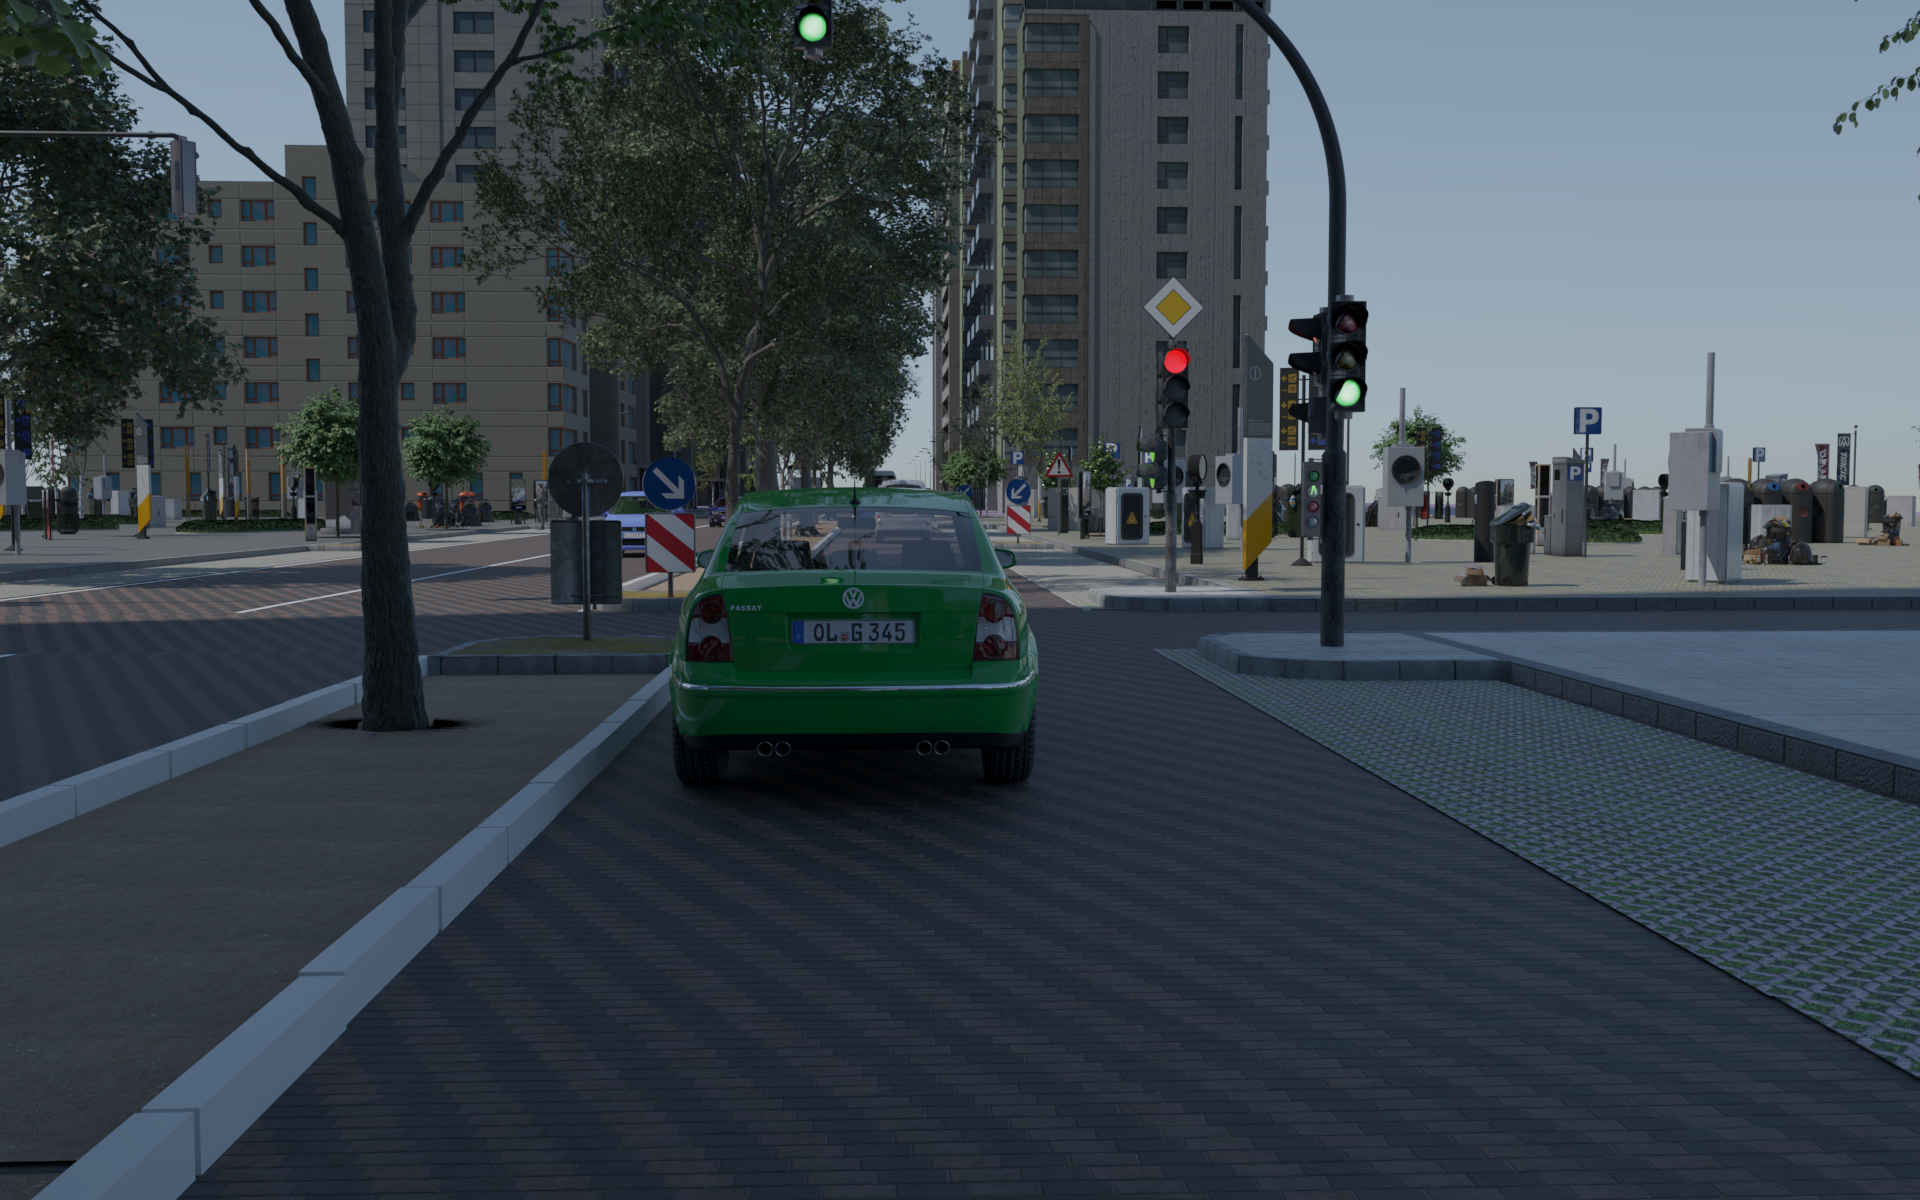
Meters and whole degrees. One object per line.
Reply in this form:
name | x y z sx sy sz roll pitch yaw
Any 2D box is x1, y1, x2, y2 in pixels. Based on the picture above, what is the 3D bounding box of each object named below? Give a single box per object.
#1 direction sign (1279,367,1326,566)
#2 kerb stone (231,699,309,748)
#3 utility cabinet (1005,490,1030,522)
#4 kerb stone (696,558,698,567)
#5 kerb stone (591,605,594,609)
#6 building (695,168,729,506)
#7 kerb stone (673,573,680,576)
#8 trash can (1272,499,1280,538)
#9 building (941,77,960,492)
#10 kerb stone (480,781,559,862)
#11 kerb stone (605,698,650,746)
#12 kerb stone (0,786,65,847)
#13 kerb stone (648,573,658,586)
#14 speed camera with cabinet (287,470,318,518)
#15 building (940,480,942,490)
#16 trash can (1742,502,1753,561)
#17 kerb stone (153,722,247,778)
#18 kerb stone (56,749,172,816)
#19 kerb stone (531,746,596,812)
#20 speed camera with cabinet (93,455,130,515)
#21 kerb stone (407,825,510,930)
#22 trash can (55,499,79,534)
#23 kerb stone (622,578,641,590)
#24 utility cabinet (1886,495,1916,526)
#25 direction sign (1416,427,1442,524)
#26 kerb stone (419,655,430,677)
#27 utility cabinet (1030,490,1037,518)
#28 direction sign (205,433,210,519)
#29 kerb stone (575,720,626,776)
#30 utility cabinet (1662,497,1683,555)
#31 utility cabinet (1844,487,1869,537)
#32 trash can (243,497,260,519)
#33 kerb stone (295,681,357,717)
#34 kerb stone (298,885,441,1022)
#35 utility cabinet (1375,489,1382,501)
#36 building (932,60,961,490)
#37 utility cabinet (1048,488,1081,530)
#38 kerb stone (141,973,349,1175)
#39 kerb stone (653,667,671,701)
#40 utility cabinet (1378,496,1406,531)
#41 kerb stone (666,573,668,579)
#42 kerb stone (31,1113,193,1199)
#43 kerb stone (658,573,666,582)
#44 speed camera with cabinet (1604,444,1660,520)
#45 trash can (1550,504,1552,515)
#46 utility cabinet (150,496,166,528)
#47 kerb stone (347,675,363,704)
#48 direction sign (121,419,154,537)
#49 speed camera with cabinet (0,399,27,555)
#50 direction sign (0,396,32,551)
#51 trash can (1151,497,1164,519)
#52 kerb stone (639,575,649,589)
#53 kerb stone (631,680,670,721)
direction sign | 6.126 -2.382 30.939 0.876 3.537 0.379 2 4 27
kerb stone | -4.073 0.734 10.195 0.120 0.150 1.000 0 4 -3
utility cabinet | 2.534 -4.282 78.695 0.318 1.500 1.173 -3 5 -39
kerb stone | -5.286 -0.798 35.315 0.120 0.150 1.000 0 4 -3
kerb stone | -4.652 0.011 22.011 0.120 0.150 1.000 0 4 -3
building | -37.346 -33.104 195.867 22.147 44.769 28.867 0 4 -3
kerb stone | -5.038 -0.489 30.194 0.120 0.150 1.000 0 4 -3
trash can | 8.986 -2.386 50.667 0.748 1.137 0.748 0 3 0
building | 8.971 -34.892 194.183 21.300 48.544 21.600 0 4 -3
kerb stone | -1.831 0.921 7.200 0.120 0.150 1.000 0 4 -3
kerb stone | -1.979 0.731 10.277 0.120 0.150 1.000 0 4 -3
kerb stone | -3.930 0.922 7.119 0.120 0.150 1.000 0 4 -3
kerb stone | -4.886 -0.301 27.121 0.120 0.150 1.000 0 4 -3
speed camera with cabinet | -33.980 -5.817 89.449 0.660 3.252 2.038 1 4 9
building | 13.773 -32.153 217.588 32.217 40.220 23.993 0 4 -3
trash can | 14.791 -1.318 33.211 0.748 1.137 0.748 0 3 0
kerb stone | -4.027 0.797 9.161 0.120 0.150 1.000 0 4 -3
kerb stone | -3.982 0.860 8.140 0.120 0.150 1.000 0 4 -3
kerb stone | -1.883 0.855 8.222 0.120 0.150 1.000 0 4 -3
speed camera with cabinet | -43.570 -5.798 89.137 0.660 3.252 2.038 1 4 20
kerb stone | -1.783 0.983 6.178 0.120 0.150 1.000 0 4 -3
trash can | -28.458 -2.664 55.214 0.748 1.137 0.748 0 3 0
kerb stone | -4.790 -0.176 25.080 0.120 0.150 1.000 0 4 -3
utility cabinet | 37.592 -3.548 69.173 0.306 1.237 1.020 -2 4 -35
direction sign | 15.949 -4.098 58.993 0.876 3.537 0.379 0 4 -7
kerb stone | -4.230 0.546 13.270 0.120 0.150 1.000 0 4 -3
utility cabinet | 3.528 -5.100 92.061 1.173 1.500 0.318 3 4 37
direction sign | -28.254 -4.471 65.100 0.379 3.537 0.876 -2 4 -32
kerb stone | -1.928 0.795 9.247 0.120 0.150 1.000 0 4 -3
utility cabinet | 15.262 -1.583 37.045 0.306 1.237 1.020 2 4 29
utility cabinet | 26.123 -2.596 51.121 1.173 1.500 0.318 3 5 43
trash can | -32.739 -4.186 80.094 0.748 1.137 0.748 0 3 0
kerb stone | -4.136 0.674 11.219 0.120 0.150 1.000 0 4 -3
kerb stone | -1.740 1.042 5.154 0.120 0.150 1.000 0 4 -3
utility cabinet | 18.140 -3.939 73.085 1.173 1.500 0.318 3 5 39
building | 6.604 -42.861 242.770 21.231 58.520 28.212 0 4 -3
utility cabinet | 3.663 -3.177 60.624 1.173 1.500 0.318 2 4 31
kerb stone | -1.679 1.111 4.134 0.120 0.150 1.000 0 4 -3
kerb stone | -2.084 0.604 12.343 0.120 0.150 1.000 0 4 -3
utility cabinet | 15.153 -3.021 60.555 1.020 1.237 0.306 1 4 23
kerb stone | -4.991 -0.423 29.174 0.120 0.150 1.000 0 4 -3
kerb stone | -1.633 1.173 3.113 0.120 0.150 1.000 0 4 -3
kerb stone | -4.939 -0.364 28.142 0.120 0.150 1.000 0 4 -3
speed camera with cabinet | 26.603 -4.537 68.523 2.038 3.252 0.660 1 4 16
trash can | 23.724 -3.487 68.660 0.748 1.137 0.748 0 3 0
utility cabinet | -30.794 -3.357 66.045 0.306 1.237 1.020 2 4 24
kerb stone | -4.174 0.609 12.247 0.120 0.150 1.000 0 4 -3
direction sign | -24.787 -3.686 52.264 0.876 3.537 0.379 -2 4 -26
speed camera with cabinet | -20.595 -2.565 36.271 2.038 3.252 0.660 1 4 16
direction sign | -21.465 -2.886 39.175 0.876 3.537 0.379 -3 5 -42
trash can | 10.252 -4.777 89.756 0.748 1.137 0.748 0 3 0
kerb stone | -4.845 -0.239 26.100 0.120 0.150 1.000 0 4 -3
kerb stone | -2.034 0.666 11.314 0.120 0.150 1.000 0 4 -3
